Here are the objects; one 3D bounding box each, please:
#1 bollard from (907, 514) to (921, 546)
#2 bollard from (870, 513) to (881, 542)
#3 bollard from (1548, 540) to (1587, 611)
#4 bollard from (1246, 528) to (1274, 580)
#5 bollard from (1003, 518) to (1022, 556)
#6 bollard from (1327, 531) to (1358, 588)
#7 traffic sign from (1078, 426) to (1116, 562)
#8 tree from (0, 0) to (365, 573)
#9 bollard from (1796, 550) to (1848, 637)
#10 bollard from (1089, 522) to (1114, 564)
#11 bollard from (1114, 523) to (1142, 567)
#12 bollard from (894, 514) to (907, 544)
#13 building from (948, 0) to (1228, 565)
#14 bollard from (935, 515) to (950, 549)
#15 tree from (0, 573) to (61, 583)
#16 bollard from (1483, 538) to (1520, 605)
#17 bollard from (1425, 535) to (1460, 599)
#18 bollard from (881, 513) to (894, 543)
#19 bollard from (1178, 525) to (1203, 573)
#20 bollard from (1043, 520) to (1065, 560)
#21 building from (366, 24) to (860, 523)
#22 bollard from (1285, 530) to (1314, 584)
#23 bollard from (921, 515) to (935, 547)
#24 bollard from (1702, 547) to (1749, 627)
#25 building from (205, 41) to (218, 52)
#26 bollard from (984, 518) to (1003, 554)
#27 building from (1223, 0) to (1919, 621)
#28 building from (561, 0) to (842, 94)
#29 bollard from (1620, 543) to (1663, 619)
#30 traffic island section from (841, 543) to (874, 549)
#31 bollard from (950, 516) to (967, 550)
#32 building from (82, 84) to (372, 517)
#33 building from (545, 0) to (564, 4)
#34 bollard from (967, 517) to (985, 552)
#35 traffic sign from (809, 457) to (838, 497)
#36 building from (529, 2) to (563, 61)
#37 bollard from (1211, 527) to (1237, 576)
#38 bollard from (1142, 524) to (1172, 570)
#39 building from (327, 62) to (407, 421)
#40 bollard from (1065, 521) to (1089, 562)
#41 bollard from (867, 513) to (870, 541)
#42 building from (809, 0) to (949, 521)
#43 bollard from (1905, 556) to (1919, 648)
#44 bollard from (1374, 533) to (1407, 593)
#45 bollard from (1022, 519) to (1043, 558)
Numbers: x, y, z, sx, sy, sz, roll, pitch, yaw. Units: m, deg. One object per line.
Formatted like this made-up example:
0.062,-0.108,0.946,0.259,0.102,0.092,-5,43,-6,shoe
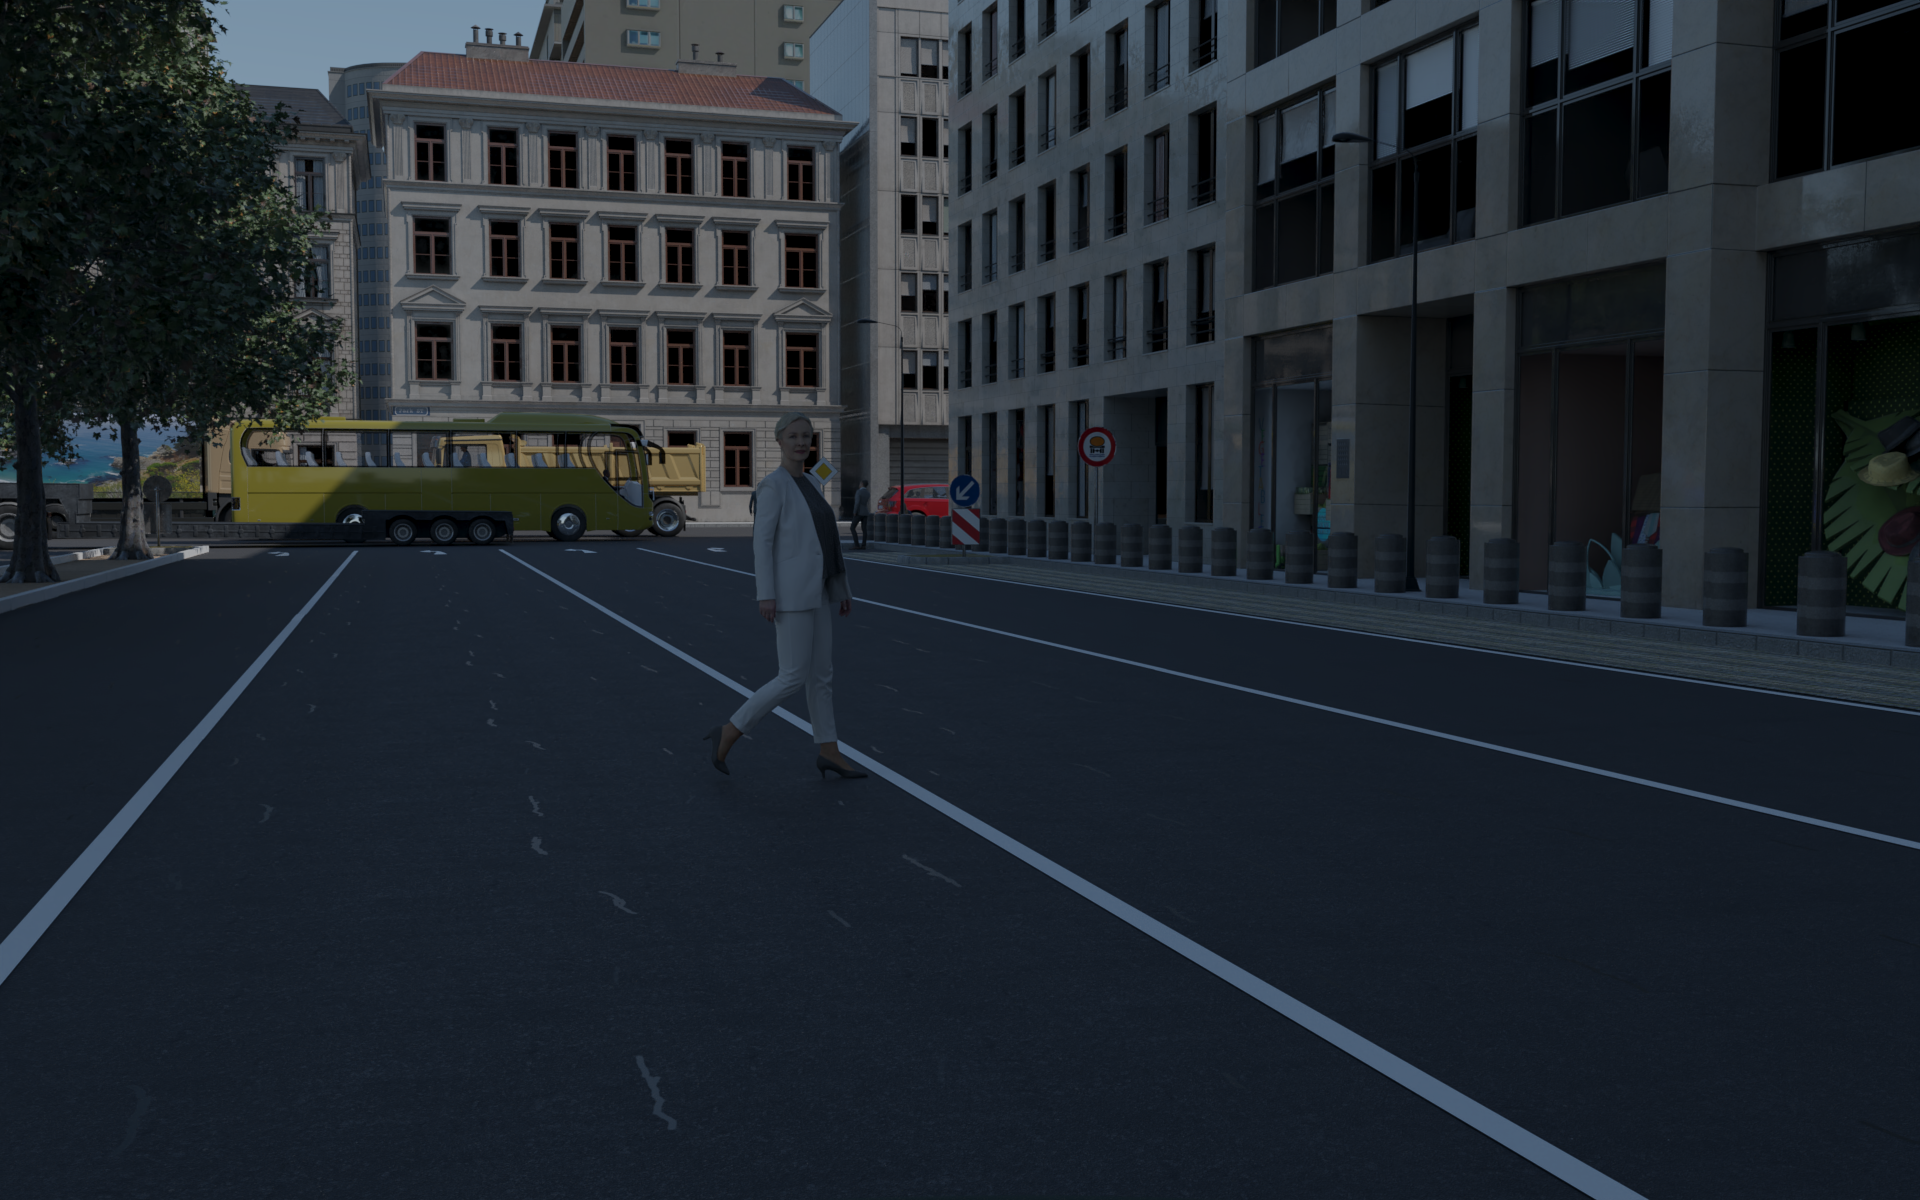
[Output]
-1.018,-1.745,43.240,0.404,0.777,0.398,0,3,0,bollard
-2.115,-1.955,46.674,0.404,0.777,0.398,0,3,0,bollard
6.710,-0.270,19.128,0.404,0.777,0.398,0,3,0,bollard
4.507,-0.691,26.009,0.404,0.777,0.398,0,3,0,bollard
1.200,-1.322,36.325,0.404,0.777,0.398,0,3,0,bollard
5.241,-0.550,23.717,0.404,0.777,0.398,0,3,0,bollard
2.559,-1.986,32.572,0.768,2.556,0.104,-1,4,-15,traffic sign
-18.108,-7.224,37.573,9.611,12.733,9.660,0,3,0,tree
7.808,-0.060,15.692,0.404,0.777,0.398,0,3,0,bollard
2.667,-1.041,31.739,0.404,0.777,0.398,0,3,0,bollard
3.037,-0.971,30.588,0.404,0.777,0.398,0,3,0,bollard
-1.384,-1.815,44.385,0.404,0.777,0.398,0,3,0,bollard
7.200,-11.298,39.481,10.420,20.320,16.860,-1,4,-18,building
-0.283,-1.604,40.941,0.404,0.777,0.398,0,3,0,bollard
-15.094,-6.628,27.831,9.611,12.733,9.660,0,3,0,tree
6.342,-0.340,20.282,0.404,0.777,0.398,0,3,0,bollard
5.971,-0.410,21.426,0.404,0.777,0.398,0,3,0,bollard
-1.752,-1.885,45.529,0.404,0.777,0.398,0,3,0,bollard
3.769,-0.831,28.298,0.404,0.777,0.398,0,3,0,bollard
1.933,-1.181,34.032,0.404,0.777,0.398,0,3,0,bollard
-16.382,-14.983,81.137,21.152,22.565,11.583,-1,4,-18,building
4.874,-0.621,24.865,0.404,0.777,0.398,0,3,0,bollard
-0.650,-1.675,42.096,0.404,0.777,0.398,0,3,0,bollard
7.442,-0.130,16.837,0.404,0.777,0.398,0,3,0,bollard
-88.475,-35.498,169.636,27.495,52.752,28.713,-1,4,-18,building
0.829,-1.392,37.474,0.404,0.777,0.398,0,3,0,bollard
18.924,-12.954,16.309,19.350,26.468,34.151,-1,4,-18,building
-22.644,-32.236,150.756,21.300,48.544,21.600,-1,4,-18,building
7.076,-0.200,17.981,0.404,0.777,0.398,0,3,0,bollard
-3.633,-1.480,46.475,2.009,0.180,2.903,-1,4,-18,traffic island section
0.088,-1.533,39.787,0.404,0.777,0.398,0,3,0,bollard
-35.477,-12.842,74.588,19.286,19.102,10.561,-1,4,-18,building
-46.346,-49.132,241.551,20.611,71.187,20.563,-1,4,-18,building
0.455,-1.463,38.642,0.404,0.777,0.398,0,3,0,bollard
-3.653,-2.615,46.391,0.795,2.450,0.064,-1,4,-18,traffic sign
-31.085,-36.660,188.632,28.713,52.752,27.495,-1,4,-18,building
4.139,-0.761,27.155,0.404,0.777,0.398,0,3,0,bollard
3.406,-0.901,29.444,0.404,0.777,0.398,0,3,0,bollard
-70.036,-42.385,234.995,28.212,58.520,21.231,-1,4,-18,building
2.302,-1.111,32.884,0.404,0.777,0.398,0,3,0,bollard
-2.488,-2.025,47.826,0.404,0.777,0.398,0,3,0,bollard
3.541,-16.475,87.393,19.932,24.808,12.078,-1,4,-18,building
8.175,0.010,14.548,0.404,0.777,0.398,0,3,0,bollard
5.611,-0.480,22.573,0.404,0.777,0.398,0,3,0,bollard
1.565,-1.252,35.180,0.404,0.777,0.398,0,3,0,bollard
